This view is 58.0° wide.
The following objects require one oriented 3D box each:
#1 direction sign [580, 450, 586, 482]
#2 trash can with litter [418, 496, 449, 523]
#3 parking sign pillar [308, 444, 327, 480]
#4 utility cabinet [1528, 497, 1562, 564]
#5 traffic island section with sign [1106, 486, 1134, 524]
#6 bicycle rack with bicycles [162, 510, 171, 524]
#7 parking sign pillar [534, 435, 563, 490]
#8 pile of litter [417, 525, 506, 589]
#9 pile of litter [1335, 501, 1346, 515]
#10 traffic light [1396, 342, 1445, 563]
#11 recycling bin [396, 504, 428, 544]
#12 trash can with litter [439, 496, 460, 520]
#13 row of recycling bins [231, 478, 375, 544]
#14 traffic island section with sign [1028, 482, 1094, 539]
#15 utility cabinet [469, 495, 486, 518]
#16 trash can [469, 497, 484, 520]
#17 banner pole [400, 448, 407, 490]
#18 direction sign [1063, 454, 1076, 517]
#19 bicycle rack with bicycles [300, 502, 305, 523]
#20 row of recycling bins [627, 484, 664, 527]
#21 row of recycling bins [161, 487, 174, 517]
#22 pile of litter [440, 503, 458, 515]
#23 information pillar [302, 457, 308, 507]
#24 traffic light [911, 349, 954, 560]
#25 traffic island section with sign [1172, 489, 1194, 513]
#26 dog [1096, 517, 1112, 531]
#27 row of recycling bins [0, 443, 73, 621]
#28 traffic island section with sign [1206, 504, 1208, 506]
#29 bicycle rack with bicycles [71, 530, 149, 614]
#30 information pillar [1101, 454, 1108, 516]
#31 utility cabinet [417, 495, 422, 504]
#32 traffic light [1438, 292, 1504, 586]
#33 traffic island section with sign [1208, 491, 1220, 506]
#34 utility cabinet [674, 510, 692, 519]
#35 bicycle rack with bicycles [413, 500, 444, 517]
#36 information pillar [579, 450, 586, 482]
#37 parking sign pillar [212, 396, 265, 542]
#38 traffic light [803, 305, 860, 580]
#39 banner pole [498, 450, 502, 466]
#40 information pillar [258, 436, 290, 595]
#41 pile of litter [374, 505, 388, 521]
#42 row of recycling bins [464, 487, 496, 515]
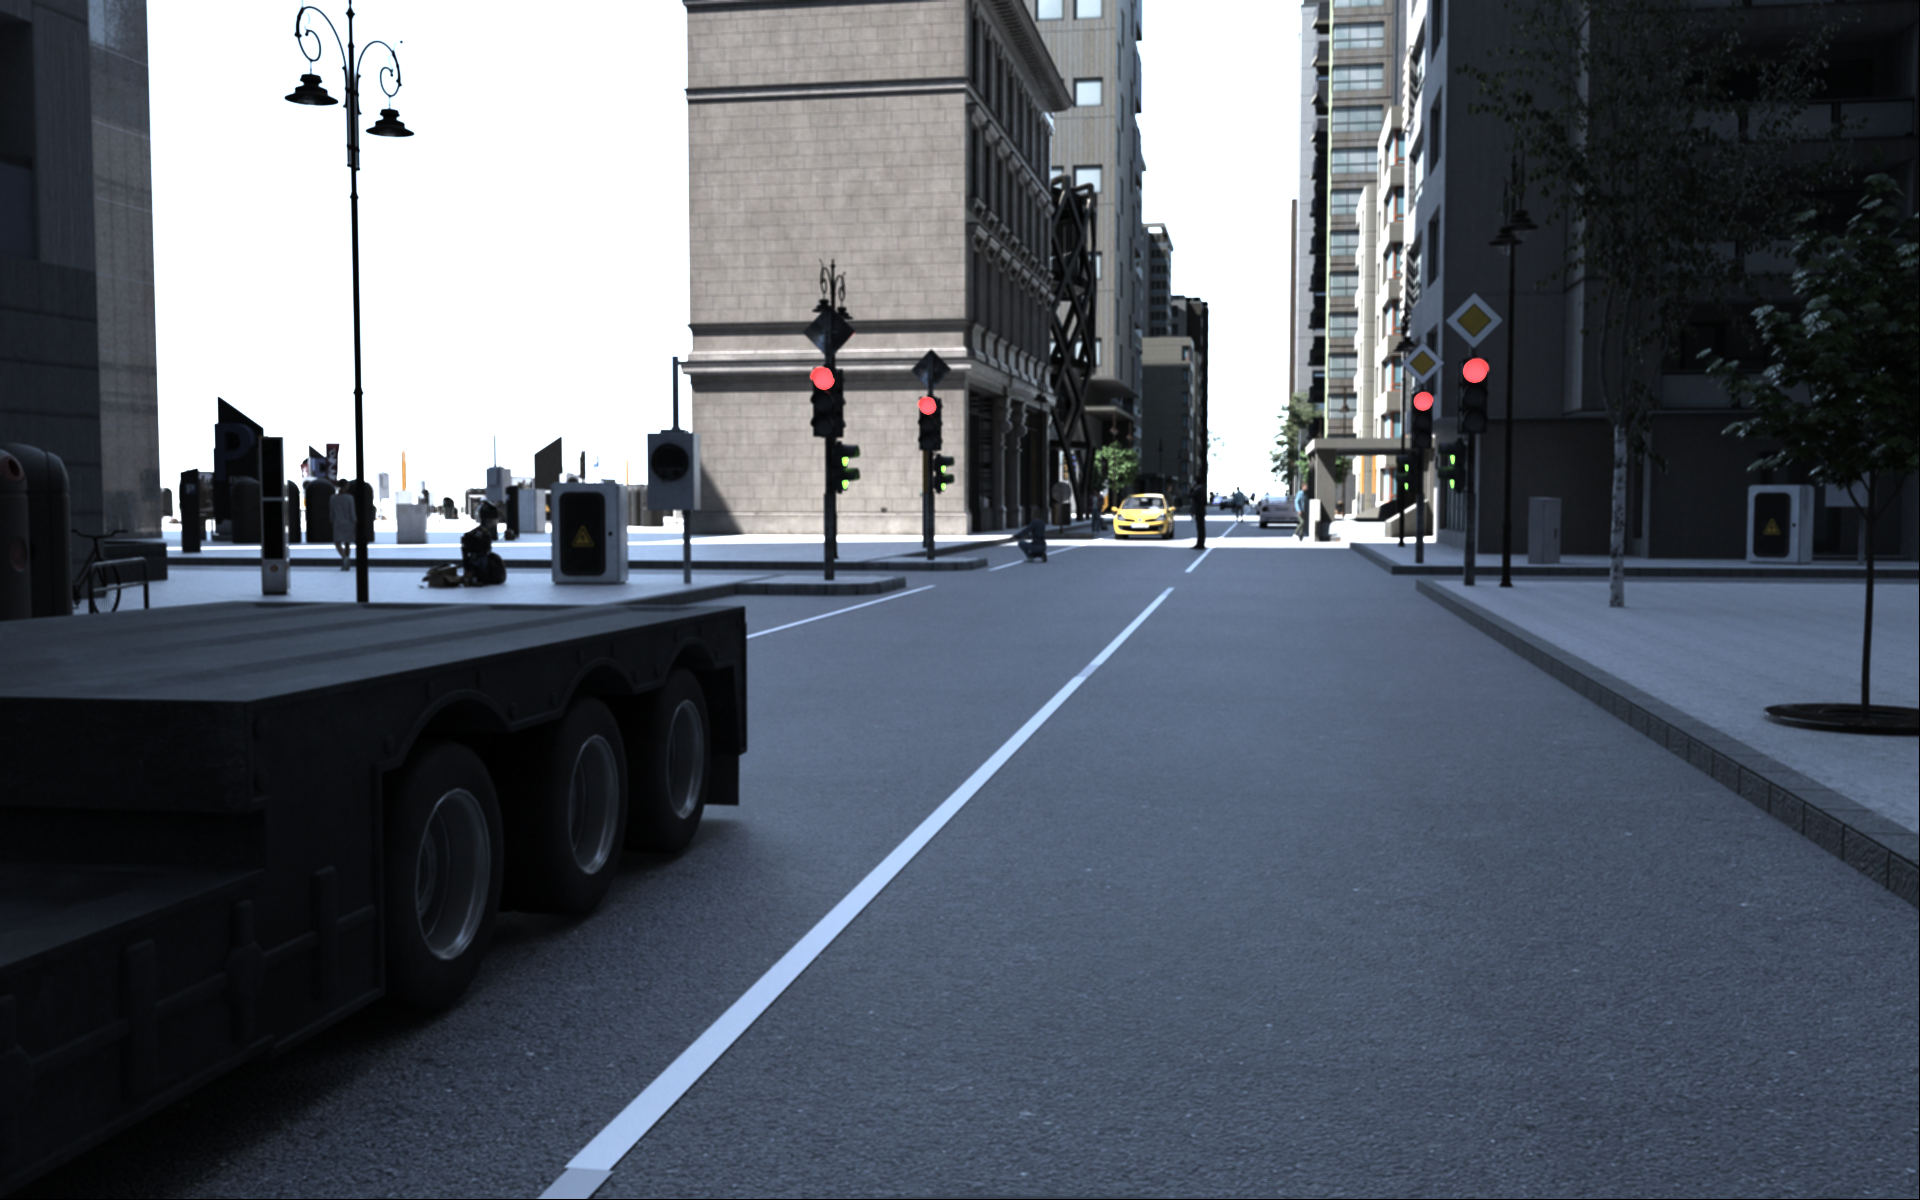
[{"bbox_3d":[-19.394,-5.942,89.153,0.379,3.537,0.876,0,4,2],"label":"direction sign"},{"bbox_3d":[-24.101,-4.118,78.393,2.233,1.210,1.678,2,4,26],"label":"trash can with litter"},{"bbox_3d":[-34.612,-6.446,93.868,1.447,3.967,1.447,2,4,34],"label":"parking sign pillar"},{"bbox_3d":[10.811,-1.275,32.001,0.306,1.237,1.020,3,4,36],"label":"utility cabinet"},{"bbox_3d":[8.012,-4.523,82.571,1.989,1.847,2.006,1,4,10],"label":"traffic island section with sign"},{"bbox_3d":[-33.230,-3.396,68.904,2.925,0.926,2.852,-1,4,-10],"label":"bicycle rack with bicycles"},{"bbox_3d":[-18.719,-5.527,78.832,1.447,3.967,1.447,-1,4,-9],"label":"parking sign pillar"},{"bbox_3d":[-7.031,-0.632,24.295,1.176,0.858,1.719,2,4,24],"label":"pile of litter"},{"bbox_3d":[22.894,-5.605,105.604,1.176,0.858,1.719,0,4,6],"label":"pile of litter"},{"bbox_3d":[8.521,-2.640,32.088,0.839,4.253,0.868,1,4,10],"label":"traffic light"},{"bbox_3d":[-14.195,-1.978,44.899,0.722,1.027,0.722,-1,4,-11],"label":"recycling bin"},{"bbox_3d":[-25.269,-4.555,85.855,0.624,1.170,1.055,1,4,15],"label":"trash can with litter"},{"bbox_3d":[-17.330,-2.364,45.761,3.534,1.692,1.069,-2,4,-27],"label":"row of recycling bins"},{"bbox_3d":[3.283,-2.881,55.729,1.989,1.847,2.006,1,4,10],"label":"traffic island section with sign"},{"bbox_3d":[-26.114,-5.061,93.907,1.020,1.237,0.306,1,4,23],"label":"utility cabinet"},{"bbox_3d":[-23.684,-4.475,84.823,0.748,1.137,0.748,0,3,0],"label":"trash can"},{"bbox_3d":[-30.412,-6.403,94.703,0.401,3.779,0.863,-3,5,-44],"label":"banner pole"},{"bbox_3d":[6.173,-6.461,97.638,0.876,3.537,0.379,2,4,35],"label":"direction sign"},{"bbox_3d":[-29.906,-3.839,76.145,2.852,0.926,2.925,0,4,1],"label":"bicycle rack with bicycles"},{"bbox_3d":[-12.651,-3.766,68.691,1.069,1.692,3.534,-2,4,-27],"label":"row of recycling bins"},{"bbox_3d":[-46.427,-5.557,97.963,3.534,1.692,1.069,-1,4,-21],"label":"row of recycling bins"},{"bbox_3d":[-32.045,-5.771,108.322,1.176,0.858,1.719,1,4,20],"label":"pile of litter"},{"bbox_3d":[-38.696,-6.805,102.617,0.504,3.616,0.183,-1,4,-14],"label":"information pillar"},{"bbox_3d":[-0.554,-2.737,33.665,0.839,4.253,0.868,1,4,10],"label":"traffic light"},{"bbox_3d":[16.693,-7.539,131.885,1.989,1.847,2.006,1,4,10],"label":"traffic island section with sign"},{"bbox_3d":[5.640,-3.144,68.238,0.800,0.831,0.513,2,4,33],"label":"dog"},{"bbox_3d":[-7.468,-0.343,12.718,1.069,1.692,3.534,-1,4,-11],"label":"row of recycling bins"},{"bbox_3d":[21.371,-9.162,158.433,1.989,1.847,2.006,1,4,10],"label":"traffic island section with sign"},{"bbox_3d":[-9.465,-0.232,17.174,2.852,0.926,2.925,-1,4,-8],"label":"bicycle rack with bicycles"},{"bbox_3d":[8.534,-6.792,102.406,0.504,3.616,0.183,-2,4,-28],"label":"information pillar"},{"bbox_3d":[-32.032,-5.605,102.808,0.306,1.237,1.020,-1,4,-12],"label":"utility cabinet"},{"bbox_3d":[7.135,-2.159,24.223,0.839,4.253,0.868,1,4,10],"label":"traffic light"},{"bbox_3d":[31.100,-12.540,213.653,1.989,1.847,2.006,1,4,10],"label":"traffic island section with sign"},{"bbox_3d":[-13.871,-4.826,87.587,1.173,1.500,0.318,-1,4,-21],"label":"utility cabinet"},{"bbox_3d":[-30.561,-5.292,99.900,2.852,0.926,2.925,1,4,20],"label":"bicycle rack with bicycles"},{"bbox_3d":[-19.776,-6.088,90.887,0.183,3.616,0.504,2,4,25],"label":"information pillar"},{"bbox_3d":[-19.709,-3.602,47.366,1.447,3.967,1.447,0,4,8],"label":"parking sign pillar"},{"bbox_3d":[-1.939,-2.256,25.800,0.839,4.253,0.868,1,4,10],"label":"traffic light"},{"bbox_3d":[-25.998,-6.603,97.976,0.401,3.779,0.863,0,4,-3],"label":"banner pole"},{"bbox_3d":[-8.740,-1.076,22.081,0.304,2.012,0.304,-1,4,-14],"label":"information pillar"},{"bbox_3d":[-28.156,-4.269,83.757,1.176,0.858,1.719,1,4,9],"label":"pile of litter"},{"bbox_3d":[-29.326,-6.054,106.101,1.069,1.692,3.534,0,4,7],"label":"row of recycling bins"}]
